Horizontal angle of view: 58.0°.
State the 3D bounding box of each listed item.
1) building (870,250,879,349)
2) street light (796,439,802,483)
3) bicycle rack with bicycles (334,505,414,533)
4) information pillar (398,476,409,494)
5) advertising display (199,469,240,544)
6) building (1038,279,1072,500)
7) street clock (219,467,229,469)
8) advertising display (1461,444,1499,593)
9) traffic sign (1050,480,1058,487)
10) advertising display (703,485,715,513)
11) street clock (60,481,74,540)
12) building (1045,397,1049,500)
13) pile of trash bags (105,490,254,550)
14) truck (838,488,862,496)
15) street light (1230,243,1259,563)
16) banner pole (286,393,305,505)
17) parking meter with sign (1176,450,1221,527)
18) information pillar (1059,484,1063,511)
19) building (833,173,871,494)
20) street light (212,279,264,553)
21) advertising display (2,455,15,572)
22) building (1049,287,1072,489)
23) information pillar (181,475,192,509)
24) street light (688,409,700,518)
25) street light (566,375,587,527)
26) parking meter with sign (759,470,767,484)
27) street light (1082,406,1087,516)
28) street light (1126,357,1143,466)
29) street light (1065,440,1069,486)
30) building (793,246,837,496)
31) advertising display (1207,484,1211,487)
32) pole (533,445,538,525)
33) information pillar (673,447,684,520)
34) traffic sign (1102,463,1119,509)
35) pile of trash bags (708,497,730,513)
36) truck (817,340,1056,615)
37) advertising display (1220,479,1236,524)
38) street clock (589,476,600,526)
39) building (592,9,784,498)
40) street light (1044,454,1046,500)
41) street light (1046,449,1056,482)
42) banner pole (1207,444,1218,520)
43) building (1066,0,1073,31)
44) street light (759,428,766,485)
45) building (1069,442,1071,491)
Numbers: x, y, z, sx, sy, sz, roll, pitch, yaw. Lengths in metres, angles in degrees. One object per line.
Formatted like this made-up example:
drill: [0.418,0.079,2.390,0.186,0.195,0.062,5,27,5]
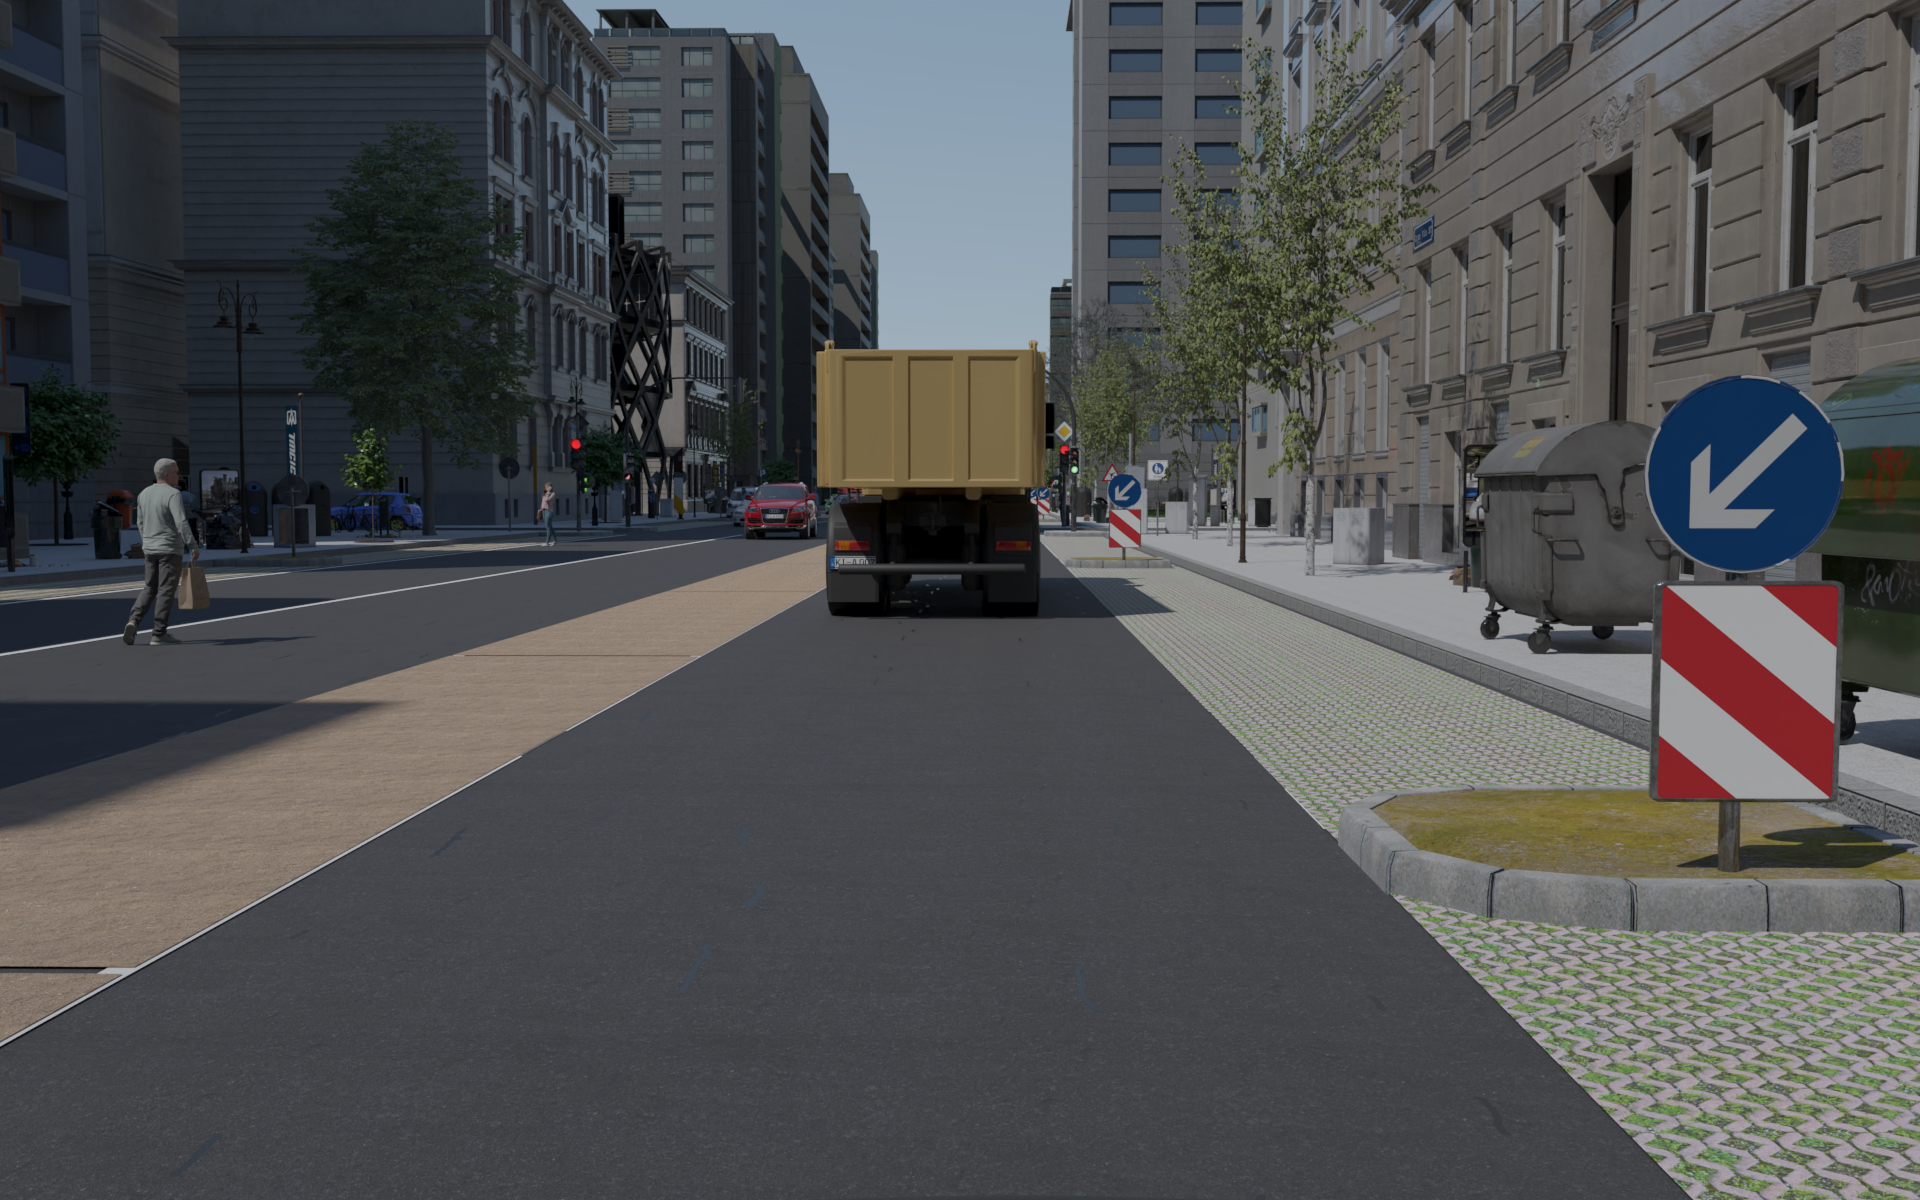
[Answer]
building: [-20.693,-36.624,282.388,14.154,41.232,14.086,0,4,1]
street light: [-13.436,-10.480,144.127,0.468,5.910,1.993,0,4,1]
bicycle rack with bicycles: [-19.963,-2.753,58.389,2.852,0.926,2.925,2,4,24]
information pillar: [-22.447,-4.001,69.913,0.304,2.012,0.304,1,4,21]
advertising display: [-19.141,-2.422,44.811,0.974,1.923,0.123,-3,4,-39]
building: [29.081,-36.522,289.007,32.217,40.220,23.993,0,4,1]
street clock: [-19.749,-2.568,46.549,0.471,2.002,0.358,-1,4,-22]
advertising display: [7.006,-1.054,22.452,0.974,1.923,0.123,0,4,7]
traffic sign: [6.975,-7.696,125.837,0.884,2.594,0.081,0,4,1]
advertising display: [-17.462,-7.061,120.659,0.123,1.923,0.974,3,5,40]
street clock: [-25.094,-2.699,48.697,0.471,2.002,0.358,3,4,38]
building: [26.968,-25.539,262.594,27.650,21.520,28.899,0,4,1]
pile of trash bags: [-18.398,-1.897,40.771,3.447,1.369,1.912,0,4,3]
truck: [-4.978,-6.305,91.993,2.839,4.237,11.283,0,3,0]
street light: [5.278,-3.632,32.166,0.468,5.910,1.993,0,4,1]
banner pole: [-16.502,-3.246,43.090,0.863,3.779,0.401,2,4,34]
parking meter with sign: [9.417,-4.414,68.438,1.738,3.016,0.543,1,4,18]
information pillar: [7.575,-7.624,129.141,0.304,2.012,0.304,2,4,34]
building: [-24.998,-39.164,264.026,21.300,48.544,21.600,0,4,1]
street light: [-15.538,-3.954,37.432,0.468,5.910,1.993,0,4,1]
advertising display: [-15.788,-1.440,28.765,0.123,1.923,0.974,-2,4,-30]
building: [19.408,-28.703,241.002,14.160,30.474,14.107,0,4,1]
information pillar: [-30.344,-3.883,67.976,0.304,2.012,0.304,-1,4,-11]
street light: [-14.510,-7.448,94.562,0.468,5.910,1.993,0,4,1]
street light: [-14.937,-5.798,67.585,0.468,5.910,1.993,0,4,1]
parking meter with sign: [-13.765,-7.795,123.709,0.543,3.016,1.738,1,4,15]
street light: [6.428,-7.081,88.556,0.468,5.910,1.993,0,4,1]
street light: [5.894,-5.248,58.598,0.468,5.910,1.993,0,4,1]
street light: [6.972,-8.697,114.990,0.468,5.910,1.993,0,4,1]
building: [-30.459,-33.620,241.565,32.217,40.220,23.993,0,4,1]
advertising display: [15.576,-6.340,108.871,0.123,1.923,0.974,2,4,28]
pole: [-17.701,-4.792,72.192,0.158,3.312,0.155,0,3,0]
information pillar: [-14.136,-5.851,87.016,0.504,3.616,0.183,-2,4,-27]
traffic sign: [6.419,-4.469,73.079,0.884,2.594,0.081,1,4,9]
pile of trash bags: [-15.607,-6.526,116.451,1.912,1.369,3.447,1,4,13]
truck: [-0.257,-1.722,24.078,3.469,3.379,9.791,0,4,1]
advertising display: [11.629,-4.274,75.093,0.123,1.923,0.974,-2,4,-27]
street clock: [-14.696,-3.982,69.669,0.358,2.002,0.471,-3,5,-45]
building: [-23.118,-28.482,149.276,14.154,41.232,14.086,0,4,1]
street light: [8.026,-11.725,164.488,0.468,5.910,1.993,0,4,1]
street light: [7.543,-10.314,141.423,0.468,5.910,1.993,0,4,1]
banner pole: [12.654,-5.889,86.297,0.401,3.779,0.863,-1,4,-18]
building: [25.157,-35.450,168.841,28.713,52.752,27.495,0,4,1]
street light: [-13.848,-9.065,120.993,0.468,5.910,1.993,0,4,1]
building: [24.467,-54.126,197.629,22.319,86.520,31.000,0,4,1]
